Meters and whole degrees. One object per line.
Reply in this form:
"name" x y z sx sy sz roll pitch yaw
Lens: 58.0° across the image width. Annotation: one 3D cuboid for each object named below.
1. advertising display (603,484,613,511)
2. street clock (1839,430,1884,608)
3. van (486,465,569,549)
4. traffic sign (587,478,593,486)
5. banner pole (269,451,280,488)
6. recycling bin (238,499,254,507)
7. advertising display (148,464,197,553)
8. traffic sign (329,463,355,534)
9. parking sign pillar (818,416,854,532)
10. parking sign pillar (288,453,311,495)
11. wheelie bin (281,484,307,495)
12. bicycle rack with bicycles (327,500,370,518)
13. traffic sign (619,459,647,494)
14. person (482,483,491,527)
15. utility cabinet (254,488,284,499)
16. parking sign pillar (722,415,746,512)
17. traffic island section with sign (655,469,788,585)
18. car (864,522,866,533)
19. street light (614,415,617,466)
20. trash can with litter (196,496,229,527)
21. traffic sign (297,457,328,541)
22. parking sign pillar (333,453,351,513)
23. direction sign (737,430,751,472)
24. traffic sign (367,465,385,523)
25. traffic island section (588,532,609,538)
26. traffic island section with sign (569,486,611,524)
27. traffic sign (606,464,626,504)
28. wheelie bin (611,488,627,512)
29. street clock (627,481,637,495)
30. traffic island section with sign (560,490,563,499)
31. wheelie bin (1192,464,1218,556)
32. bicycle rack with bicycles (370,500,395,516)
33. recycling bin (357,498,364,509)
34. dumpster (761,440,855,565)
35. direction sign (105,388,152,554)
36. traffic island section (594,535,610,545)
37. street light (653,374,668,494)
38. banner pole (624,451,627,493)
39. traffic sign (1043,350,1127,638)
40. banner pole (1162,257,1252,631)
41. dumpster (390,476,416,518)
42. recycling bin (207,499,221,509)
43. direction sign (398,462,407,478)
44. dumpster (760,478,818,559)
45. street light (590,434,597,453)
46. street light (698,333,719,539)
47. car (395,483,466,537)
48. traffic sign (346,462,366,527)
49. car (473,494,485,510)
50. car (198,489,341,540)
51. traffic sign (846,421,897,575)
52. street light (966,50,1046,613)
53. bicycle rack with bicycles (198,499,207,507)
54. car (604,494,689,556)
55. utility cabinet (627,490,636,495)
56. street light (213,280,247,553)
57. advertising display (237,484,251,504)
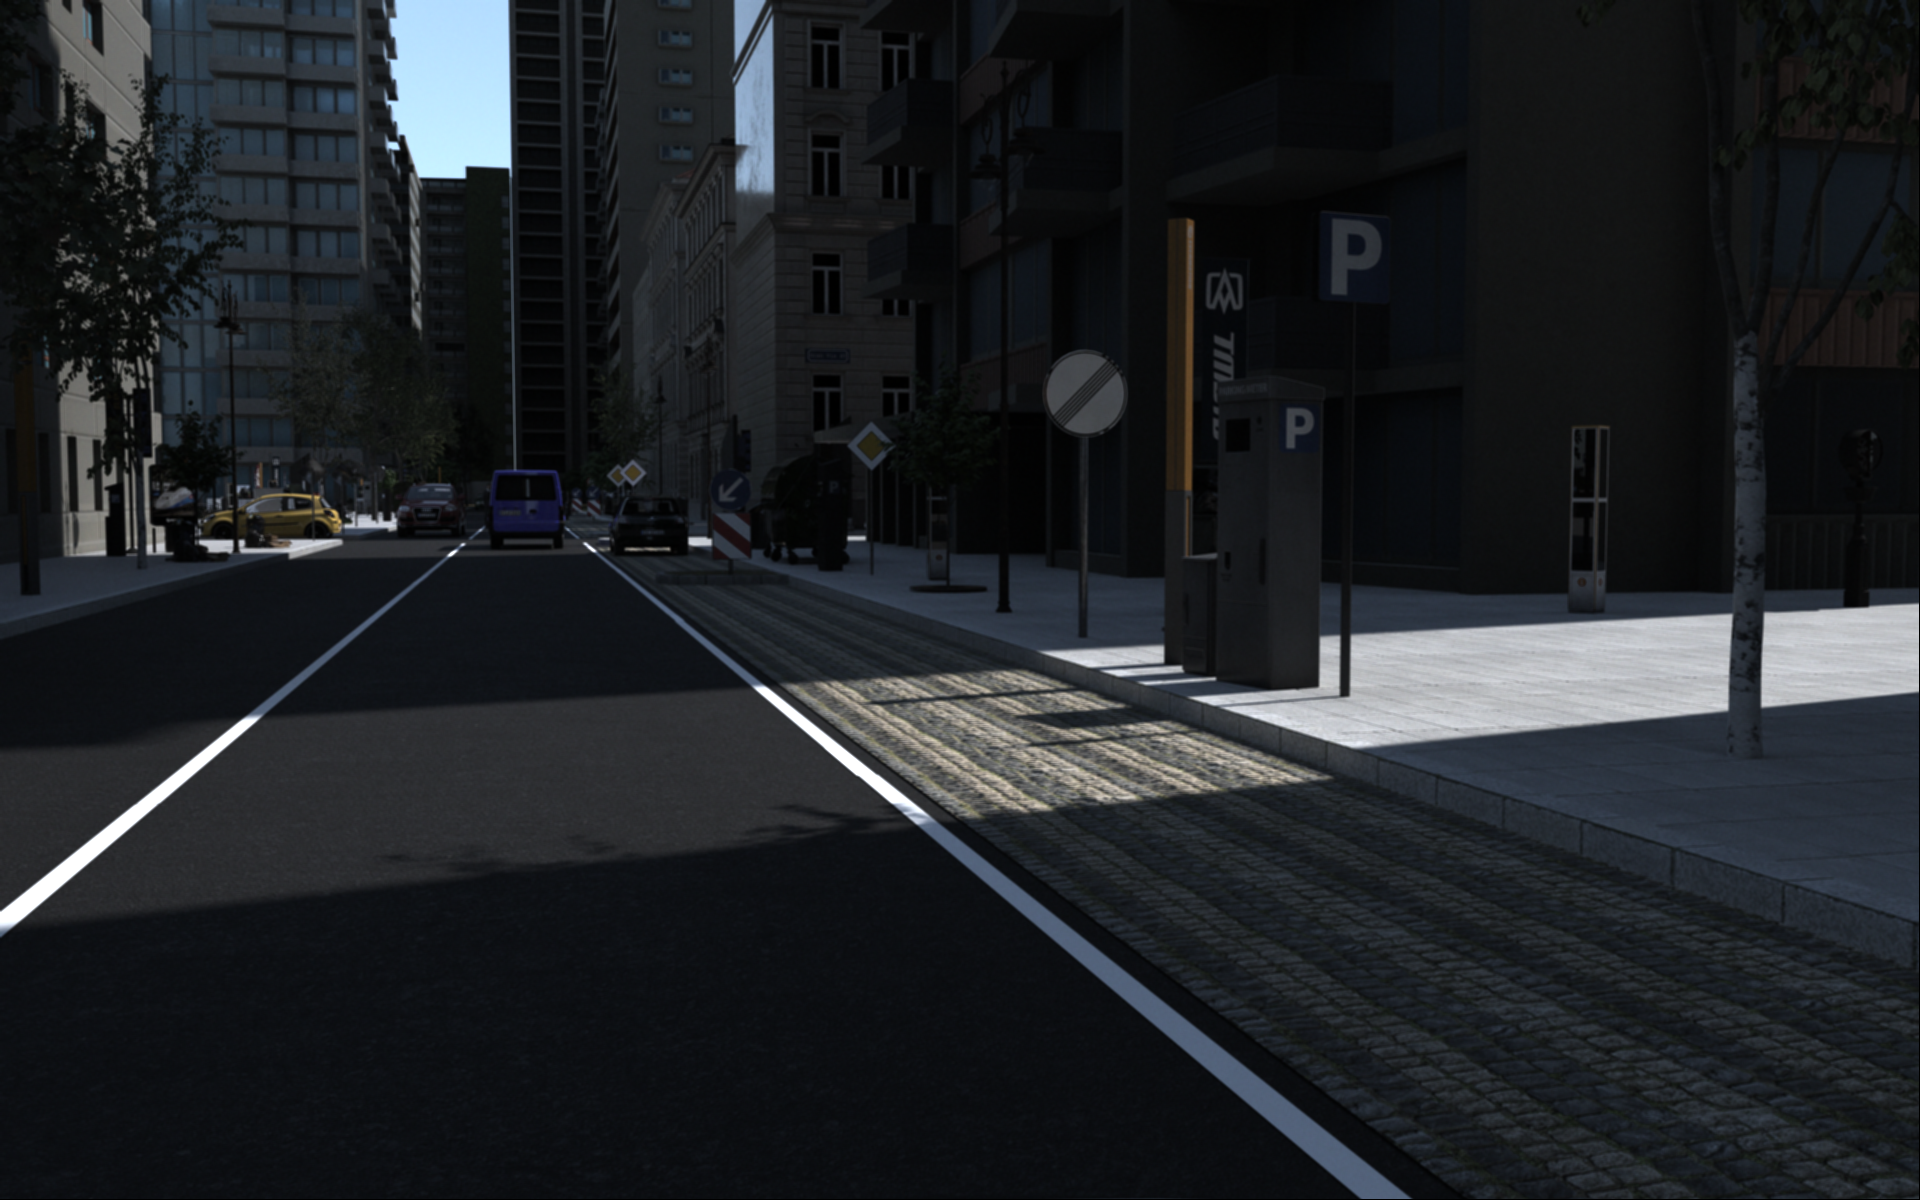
"advertising display" -21.896 -6.325 108.624 0.974 1.923 0.123 1 4 13
"street clock" 10.172 -0.919 19.597 0.471 2.002 0.358 -2 4 -27
"van" -11.741 -2.605 46.976 2.240 2.365 5.245 -1 4 -13
"traffic sign" -27.012 -7.774 127.204 0.768 2.556 0.104 0 4 -6
"banner pole" -40.272 -6.831 101.701 0.401 3.779 0.863 3 4 37
"recycling bin" -34.844 -4.423 84.869 0.722 1.027 0.722 1 4 9
"advertising display" -17.235 -2.002 37.953 0.974 1.923 0.123 -3 5 -45
"traffic sign" -19.692 -3.156 55.249 0.795 2.450 0.064 -1 4 -14
"parking sign pillar" -4.374 -4.348 59.562 1.447 3.967 1.447 0 4 0
"parking sign pillar" -42.800 -7.567 112.199 1.447 3.967 1.447 -3 4 -38
"wheelie bin" -20.943 -2.846 54.438 0.693 1.594 0.980 1 4 20
"bicycle rack with bicycles" -30.763 -4.313 83.894 2.925 0.926 2.852 1 4 9
"traffic sign" -9.355 -2.810 49.585 0.795 2.450 0.064 -1 4 -14
"person" -20.264 -4.079 74.558 0.474 1.900 0.648 0 4 5
"utility cabinet" -25.593 -3.406 64.362 1.173 1.500 0.318 -2 4 -27
"parking sign pillar" -7.777 -4.345 59.509 1.447 3.967 1.447 -2 4 -25
"traffic island section with sign" -3.899 -1.186 28.019 1.989 1.847 2.006 -1 4 -14
"car" -0.713 -2.690 56.338 4.827 1.381 2.083 -1 4 -14
"street light" -19.610 -7.701 98.694 0.468 5.910 1.993 -1 4 -14
"trash can with litter" -29.885 -3.452 67.495 1.678 1.210 2.233 2 4 30
"traffic sign" -17.744 -2.683 47.504 0.795 2.450 0.064 -1 4 -14
"parking sign pillar" -41.365 -7.772 115.549 1.447 3.967 1.447 -3 4 -38
"direction sign" -7.783 -4.225 61.077 0.876 3.537 0.379 -2 4 -30
"traffic sign" -25.438 -4.612 75.516 0.768 2.556 0.104 0 4 -4
"traffic island section" -11.282 -2.149 57.413 2.009 0.180 2.903 -1 4 -14
"traffic island section with sign" -17.590 -4.519 82.509 1.989 1.847 2.006 -1 4 -14
"traffic sign" -11.303 -3.284 57.330 0.795 2.450 0.064 -1 4 -14
"wheelie bin" -18.094 -5.154 92.170 0.980 1.594 0.693 2 4 24
"street clock" -15.658 -4.779 82.706 0.471 2.002 0.358 -1 4 -14
"traffic island section with sign" -24.171 -6.118 108.652 1.989 1.847 2.006 -1 4 -14
"wheelie bin" 2.648 -0.640 18.365 0.693 1.594 0.980 3 5 43
"bicycle rack with bicycles" -33.799 -5.358 100.980 2.925 0.926 2.852 3 5 44
"recycling bin" -37.740 -5.947 109.791 0.722 1.027 0.722 1 4 17
"dumpster" -2.822 -1.813 32.138 1.502 2.255 1.985 -1 4 -14
"direction sign" -17.744 -2.755 37.036 0.876 3.537 0.379 -1 4 -20
"traffic island section" -9.334 -1.675 49.668 2.009 0.180 2.903 -1 4 -14
"street light" -11.555 -5.753 66.846 0.468 5.910 1.993 -1 4 -14
"banner pole" -19.485 -6.785 100.944 0.401 3.779 0.863 -2 4 -25
"traffic sign" 1.100 -0.936 15.414 0.768 2.556 0.104 -1 4 -10
"banner pole" 2.315 -1.600 16.177 0.863 3.779 0.401 -1 4 -14
"dumpster" -29.615 -5.510 92.574 1.502 2.255 1.985 -1 4 -14
"recycling bin" -41.629 -5.163 96.967 0.722 1.027 0.722 2 4 27
"direction sign" -39.933 -8.079 124.087 0.876 3.537 0.379 2 4 34
"dumpster" -3.217 -1.747 34.323 1.264 1.857 1.865 -1 4 -14
"street light" -27.461 -9.602 129.776 0.468 5.910 1.993 -1 4 -14
"street light" -7.206 -4.705 49.714 0.468 5.910 1.993 -1 4 -14
"car" -18.040 -3.092 59.220 2.281 1.827 5.304 -1 4 -13
"traffic sign" -23.703 -4.149 67.939 0.768 2.556 0.104 -1 4 -14
"car" -42.559 -8.781 155.359 2.131 1.459 4.920 -1 4 -15
"car" -20.671 -2.550 51.922 3.980 1.641 2.015 -1 4 -13
"traffic sign" -1.397 -1.600 27.340 0.795 2.450 0.064 -1 4 -9
"street light" 0.477 -2.804 18.627 0.468 5.910 1.993 -1 4 -14
"bicycle rack with bicycles" -51.629 -6.263 115.777 2.852 0.926 2.925 2 4 28
"car" -7.484 -1.938 41.481 2.009 1.686 4.222 -1 4 -13
"utility cabinet" -16.420 -4.767 86.620 0.318 1.500 1.173 -1 4 -19
"street light" -15.750 -3.959 37.515 0.468 5.910 1.993 -1 4 -14
"advertising display" -48.134 -6.794 116.296 0.974 1.923 0.123 -3 5 -39
